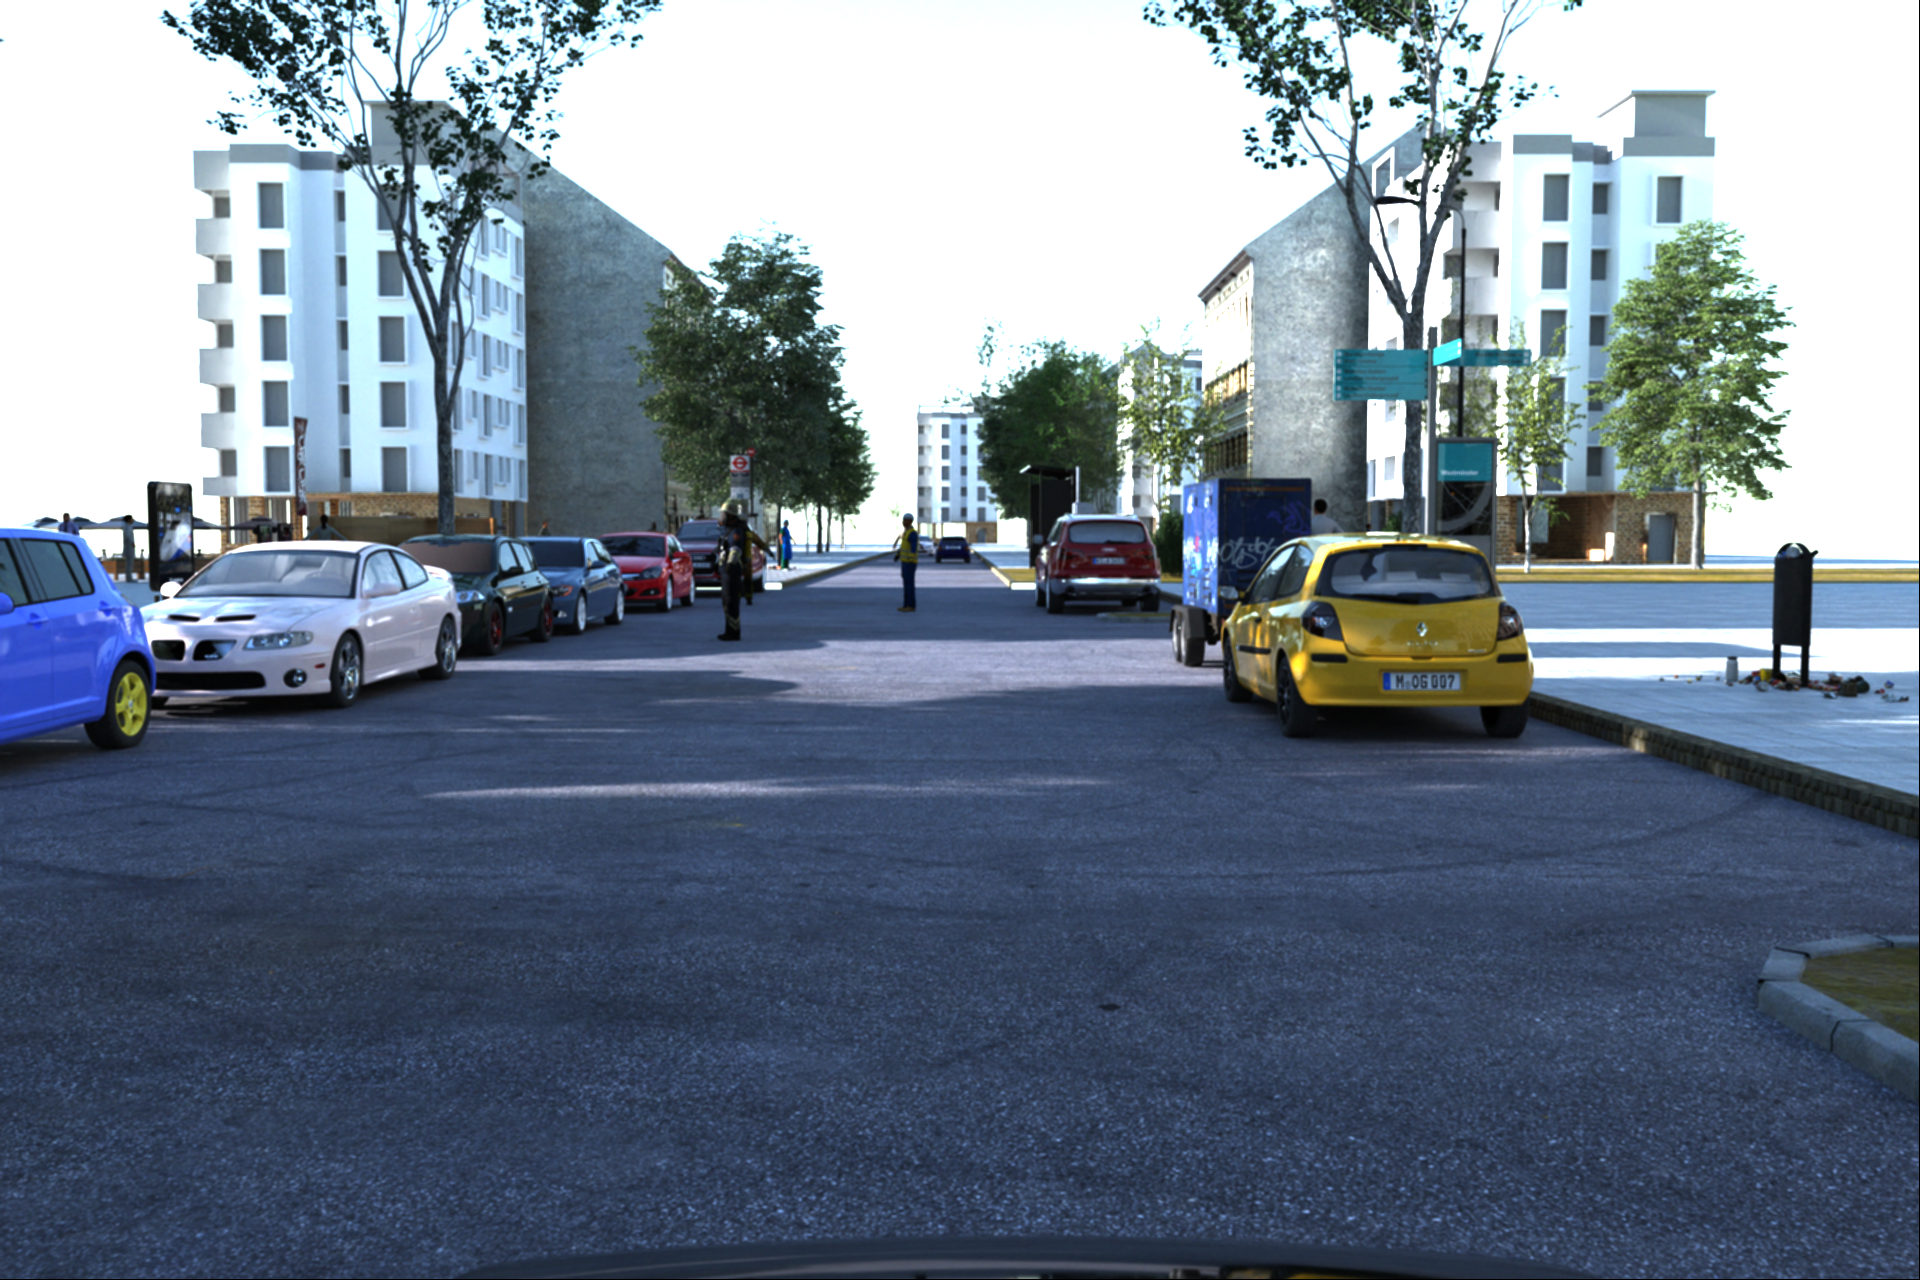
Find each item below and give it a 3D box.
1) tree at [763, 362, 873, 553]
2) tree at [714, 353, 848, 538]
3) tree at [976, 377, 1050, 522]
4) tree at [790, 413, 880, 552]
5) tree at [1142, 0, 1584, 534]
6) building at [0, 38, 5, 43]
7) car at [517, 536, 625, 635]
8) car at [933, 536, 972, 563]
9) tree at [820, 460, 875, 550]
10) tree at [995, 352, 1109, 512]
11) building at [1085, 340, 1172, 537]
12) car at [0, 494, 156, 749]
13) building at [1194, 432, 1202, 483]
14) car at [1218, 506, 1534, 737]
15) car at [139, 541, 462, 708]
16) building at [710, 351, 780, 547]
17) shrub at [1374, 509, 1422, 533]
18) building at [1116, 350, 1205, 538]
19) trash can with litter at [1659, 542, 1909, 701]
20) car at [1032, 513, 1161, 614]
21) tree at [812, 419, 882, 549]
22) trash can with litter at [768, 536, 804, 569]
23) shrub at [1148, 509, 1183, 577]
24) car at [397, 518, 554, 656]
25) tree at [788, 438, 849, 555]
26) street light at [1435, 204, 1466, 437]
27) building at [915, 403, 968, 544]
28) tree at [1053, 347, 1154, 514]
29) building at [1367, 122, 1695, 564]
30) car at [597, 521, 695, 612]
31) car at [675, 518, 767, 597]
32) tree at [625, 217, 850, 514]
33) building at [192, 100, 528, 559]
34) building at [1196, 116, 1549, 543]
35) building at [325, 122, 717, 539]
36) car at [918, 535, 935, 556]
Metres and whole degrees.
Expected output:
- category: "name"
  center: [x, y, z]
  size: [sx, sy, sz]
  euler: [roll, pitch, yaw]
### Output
- category: "tree"
  center: [-9.708, -12.003, 114.376]
  size: [7.486, 12.596, 7.792]
  euler: [0, 3, 0]
- category: "tree"
  center: [-9.601, -9.514, 89.963]
  size: [8.767, 10.594, 7.601]
  euler: [1, 4, 18]
- category: "tree"
  center: [5.931, -14.148, 137.979]
  size: [9.857, 13.997, 8.962]
  euler: [0, 3, 0]
- category: "tree"
  center: [-9.349, -11.728, 126.170]
  size: [7.601, 10.594, 8.767]
  euler: [-1, 4, -14]
- category: "tree"
  center: [8.126, -10.988, 35.537]
  size: [12.611, 20.169, 13.585]
  euler: [0, 3, 0]
- category: "building"
  center: [-31.668, -11.824, 33.978]
  size: [13.314, 22.015, 24.055]
  euler: [0, 4, -1]
- category: "car"
  center: [-6.233, -0.864, 26.134]
  size: [2.014, 1.417, 4.499]
  euler: [0, 4, 0]
- category: "car"
  center: [-0.362, -4.548, 86.933]
  size: [1.945, 1.354, 3.894]
  euler: [0, 4, -1]
- category: "tree"
  center: [-9.082, -11.534, 138.939]
  size: [4.737, 8.622, 4.395]
  euler: [0, 3, 0]
- category: "tree"
  center: [5.806, -11.615, 108.028]
  size: [7.486, 12.596, 7.792]
  euler: [0, 3, 0]
- category: "building"
  center: [21.195, -22.917, 205.625]
  size: [19.493, 23.208, 18.063]
  euler: [0, 4, 0]
- category: "car"
  center: [-6.375, -0.043, 10.301]
  size: [1.945, 1.707, 3.694]
  euler: [0, 4, 0]
- category: "building"
  center: [23.693, -11.310, 127.072]
  size: [9.099, 9.664, 28.070]
  euler: [0, 4, 0]
- category: "car"
  center: [3.123, -0.208, 13.625]
  size: [2.015, 1.641, 3.980]
  euler: [0, 3, 0]
- category: "car"
  center: [-5.956, -0.207, 15.742]
  size: [2.083, 1.381, 4.827]
  euler: [0, 3, 0]
- category: "building"
  center: [-28.813, -21.383, 180.542]
  size: [19.493, 23.208, 18.063]
  euler: [0, 4, -1]
- category: "shrub"
  center: [14.073, -3.159, 55.695]
  size: [1.661, 2.075, 1.752]
  euler: [0, 3, 0]
- category: "building"
  center: [21.337, -19.665, 177.934]
  size: [16.016, 20.090, 11.380]
  euler: [0, 3, 0]
- category: "trash can with litter"
  center: [6.949, -0.198, 14.297]
  size: [1.678, 1.210, 2.233]
  euler: [0, 3, 0]
- category: "car"
  center: [2.546, -1.473, 32.763]
  size: [2.281, 1.827, 5.304]
  euler: [0, 4, -1]
- category: "tree"
  center: [-10.075, -13.565, 147.546]
  size: [9.928, 11.665, 9.643]
  euler: [0, 3, 0]
- category: "trash can with litter"
  center: [-6.513, -3.231, 63.876]
  size: [1.678, 1.210, 2.233]
  euler: [0, 3, 0]
- category: "shrub"
  center: [6.358, -2.909, 51.606]
  size: [1.661, 2.075, 1.752]
  euler: [0, 3, 0]
- category: "car"
  center: [-6.304, -0.722, 21.596]
  size: [2.009, 1.686, 4.222]
  euler: [0, 3, 0]
- category: "tree"
  center: [-9.597, -9.537, 106.291]
  size: [4.360, 8.622, 3.978]
  euler: [0, 3, 0]
- category: "street light"
  center: [7.460, -3.143, 23.928]
  size: [1.470, 5.913, 1.316]
  euler: [0, 4, -1]
- category: "building"
  center: [-6.008, -23.486, 242.873]
  size: [11.380, 20.090, 16.016]
  euler: [1, 4, 8]
- category: "tree"
  center: [5.408, -7.264, 69.132]
  size: [4.360, 8.622, 3.978]
  euler: [0, 3, 0]
- category: "building"
  center: [25.735, -14.046, 86.066]
  size: [16.016, 20.090, 11.380]
  euler: [0, 4, 0]
- category: "car"
  center: [-6.198, -1.465, 32.995]
  size: [2.155, 1.783, 4.494]
  euler: [0, 3, 0]
- category: "car"
  center: [-5.816, -1.983, 41.092]
  size: [2.281, 1.827, 5.304]
  euler: [0, 4, 0]
- category: "tree"
  center: [-9.060, -10.073, 71.356]
  size: [9.857, 13.997, 8.962]
  euler: [0, 3, 0]
- category: "building"
  center: [-27.485, -13.487, 76.939]
  size: [16.016, 20.090, 11.380]
  euler: [0, 4, 1]
- category: "building"
  center: [24.645, -16.487, 100.484]
  size: [19.493, 23.208, 18.063]
  euler: [0, 3, 0]
- category: "building"
  center: [-25.155, -16.563, 101.732]
  size: [19.493, 23.208, 18.063]
  euler: [0, 4, 0]
- category: "car"
  center: [-2.657, -6.174, 113.301]
  size: [2.083, 1.381, 4.827]
  euler: [0, 4, -1]
